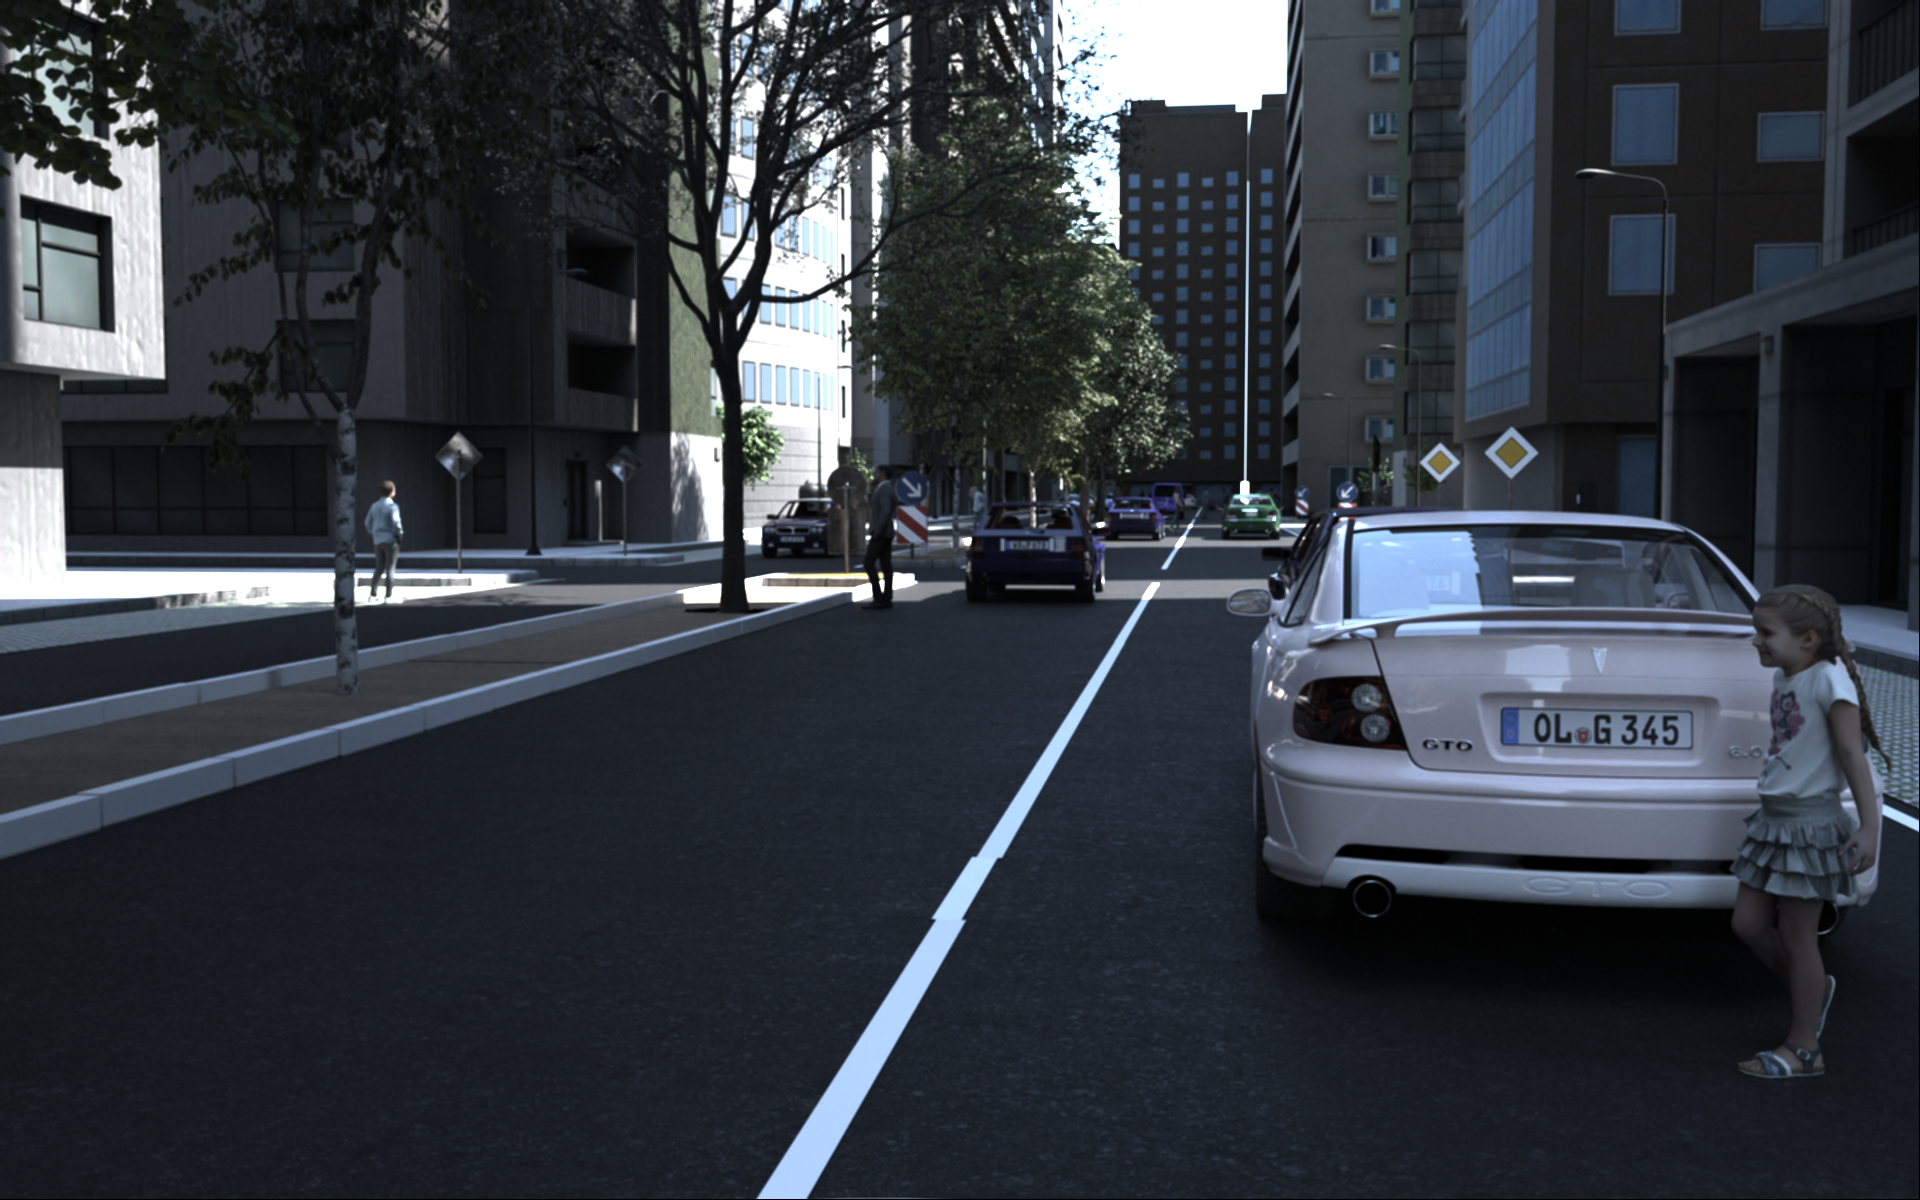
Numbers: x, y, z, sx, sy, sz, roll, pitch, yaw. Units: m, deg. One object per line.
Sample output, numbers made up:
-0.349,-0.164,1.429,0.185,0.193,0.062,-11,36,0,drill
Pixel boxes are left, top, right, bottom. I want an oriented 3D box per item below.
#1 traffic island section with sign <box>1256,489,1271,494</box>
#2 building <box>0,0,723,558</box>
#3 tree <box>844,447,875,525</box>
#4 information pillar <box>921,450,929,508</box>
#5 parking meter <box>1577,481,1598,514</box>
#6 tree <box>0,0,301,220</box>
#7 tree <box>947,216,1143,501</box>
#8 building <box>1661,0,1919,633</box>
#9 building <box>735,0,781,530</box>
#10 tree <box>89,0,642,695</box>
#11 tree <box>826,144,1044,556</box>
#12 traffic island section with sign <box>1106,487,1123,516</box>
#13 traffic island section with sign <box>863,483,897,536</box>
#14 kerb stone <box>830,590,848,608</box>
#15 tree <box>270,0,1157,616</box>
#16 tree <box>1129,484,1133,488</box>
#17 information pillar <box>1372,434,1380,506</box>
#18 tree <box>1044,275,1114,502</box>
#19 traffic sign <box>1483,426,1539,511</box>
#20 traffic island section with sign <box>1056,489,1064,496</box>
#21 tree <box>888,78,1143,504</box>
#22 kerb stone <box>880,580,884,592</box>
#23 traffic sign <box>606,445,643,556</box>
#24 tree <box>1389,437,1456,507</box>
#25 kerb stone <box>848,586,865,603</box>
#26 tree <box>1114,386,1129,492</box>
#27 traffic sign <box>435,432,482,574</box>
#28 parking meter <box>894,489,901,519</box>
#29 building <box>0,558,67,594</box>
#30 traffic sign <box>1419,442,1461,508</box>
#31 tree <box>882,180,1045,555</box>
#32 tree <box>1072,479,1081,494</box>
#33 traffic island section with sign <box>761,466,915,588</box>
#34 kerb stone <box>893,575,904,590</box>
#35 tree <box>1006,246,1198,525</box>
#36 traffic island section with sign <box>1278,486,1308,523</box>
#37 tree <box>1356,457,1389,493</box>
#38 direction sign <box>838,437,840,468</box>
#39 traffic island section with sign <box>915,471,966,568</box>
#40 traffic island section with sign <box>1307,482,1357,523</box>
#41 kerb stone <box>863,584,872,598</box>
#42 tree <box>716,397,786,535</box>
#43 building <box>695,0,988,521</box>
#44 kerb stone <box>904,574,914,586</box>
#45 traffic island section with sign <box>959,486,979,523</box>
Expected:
23.858,-7.697,134.471,1.989,1.847,2.006,1,4,8,traffic island section with sign
-14.710,-16.583,42.841,14.160,30.474,14.107,1,4,8,building
-4.349,-4.676,71.056,1.663,3.219,1.824,0,3,0,tree
-1.865,-6.183,92.451,0.504,3.616,0.183,-3,5,-44,information pillar
12.130,-1.536,33.522,0.372,1.533,0.369,0,3,0,parking meter
-4.771,-5.186,5.368,7.486,12.596,7.792,0,3,0,tree
2.740,-8.177,61.910,9.928,11.665,9.643,0,3,0,tree
18.891,-35.079,11.799,20.563,71.187,20.611,1,4,8,building
-15.884,-32.389,71.559,21.231,58.520,28.212,1,4,8,building
-4.351,-3.640,12.332,4.360,8.622,3.978,0,3,0,tree
-0.745,-5.074,35.775,4.737,8.622,4.395,0,3,0,tree
9.877,-6.169,108.998,2.006,1.907,1.989,1,4,8,traffic island section with sign
-3.106,-3.152,60.156,1.989,1.847,2.006,1,4,8,traffic island section with sign
-1.622,0.005,22.117,0.120,0.150,1.000,1,4,8,kerb stone
-2.710,-6.573,20.302,12.009,13.543,11.850,0,3,0,tree
7.881,-8.679,94.727,4.737,8.622,4.395,0,3,0,tree
16.224,-4.658,67.520,0.183,3.616,0.504,3,4,37,information pillar
2.258,-6.121,52.897,4.737,8.622,4.395,0,3,0,tree
8.109,-1.339,25.536,0.795,2.450,0.064,1,4,8,traffic sign
7.953,-7.839,136.793,1.989,1.847,2.006,1,4,8,traffic island section with sign
0.986,-7.713,46.687,7.486,12.596,7.792,0,3,0,tree
-1.171,-0.179,25.170,0.120,0.150,1.000,1,4,8,kerb stone
-6.925,-1.966,35.785,0.795,2.450,0.064,1,4,8,traffic sign
15.871,-3.953,59.231,1.663,3.219,1.824,0,3,0,tree
-1.462,-0.052,23.127,0.120,0.150,1.000,1,4,8,kerb stone
4.387,-7.162,69.926,4.737,8.622,4.395,0,3,0,tree
-8.065,-1.483,27.882,0.795,2.450,0.064,1,4,8,traffic sign
-3.223,-4.930,89.023,0.372,1.533,0.369,0,3,0,parking meter
-18.483,-15.204,20.292,14.107,30.474,14.160,1,4,8,building
9.250,-1.822,33.439,0.795,2.450,0.064,1,4,8,traffic sign
-0.079,-5.355,40.367,4.360,8.622,3.978,0,3,0,tree
12.640,-11.778,187.165,1.663,3.219,1.824,0,3,0,tree
-1.913,-1.172,27.296,2.006,1.907,1.989,1,4,8,traffic island section with sign
-1.029,-0.244,26.192,0.120,0.150,1.000,1,4,8,kerb stone
5.615,-9.677,77.687,9.611,12.733,9.660,0,3,0,tree
16.906,-4.757,86.400,1.989,1.847,2.006,1,4,8,traffic island section with sign
18.755,-5.133,78.531,1.663,3.219,1.824,0,3,0,tree
-4.821,-4.714,69.066,0.379,3.537,0.876,0,4,-2,direction sign
-0.845,-1.620,34.626,2.006,1.907,1.989,1,4,8,traffic island section with sign
12.867,-3.040,58.324,1.989,1.847,2.006,1,4,8,traffic island section with sign
-1.317,-0.120,24.150,0.120,0.150,1.000,1,4,8,kerb stone
-7.160,-4.350,54.842,4.285,4.588,4.351,0,3,0,tree
-6.215,-20.106,100.431,14.160,30.474,14.107,1,4,8,building
-0.871,-0.303,27.206,0.120,0.150,1.000,1,4,8,kerb stone
0.764,-4.795,87.025,1.989,1.847,2.006,1,4,8,traffic island section with sign
